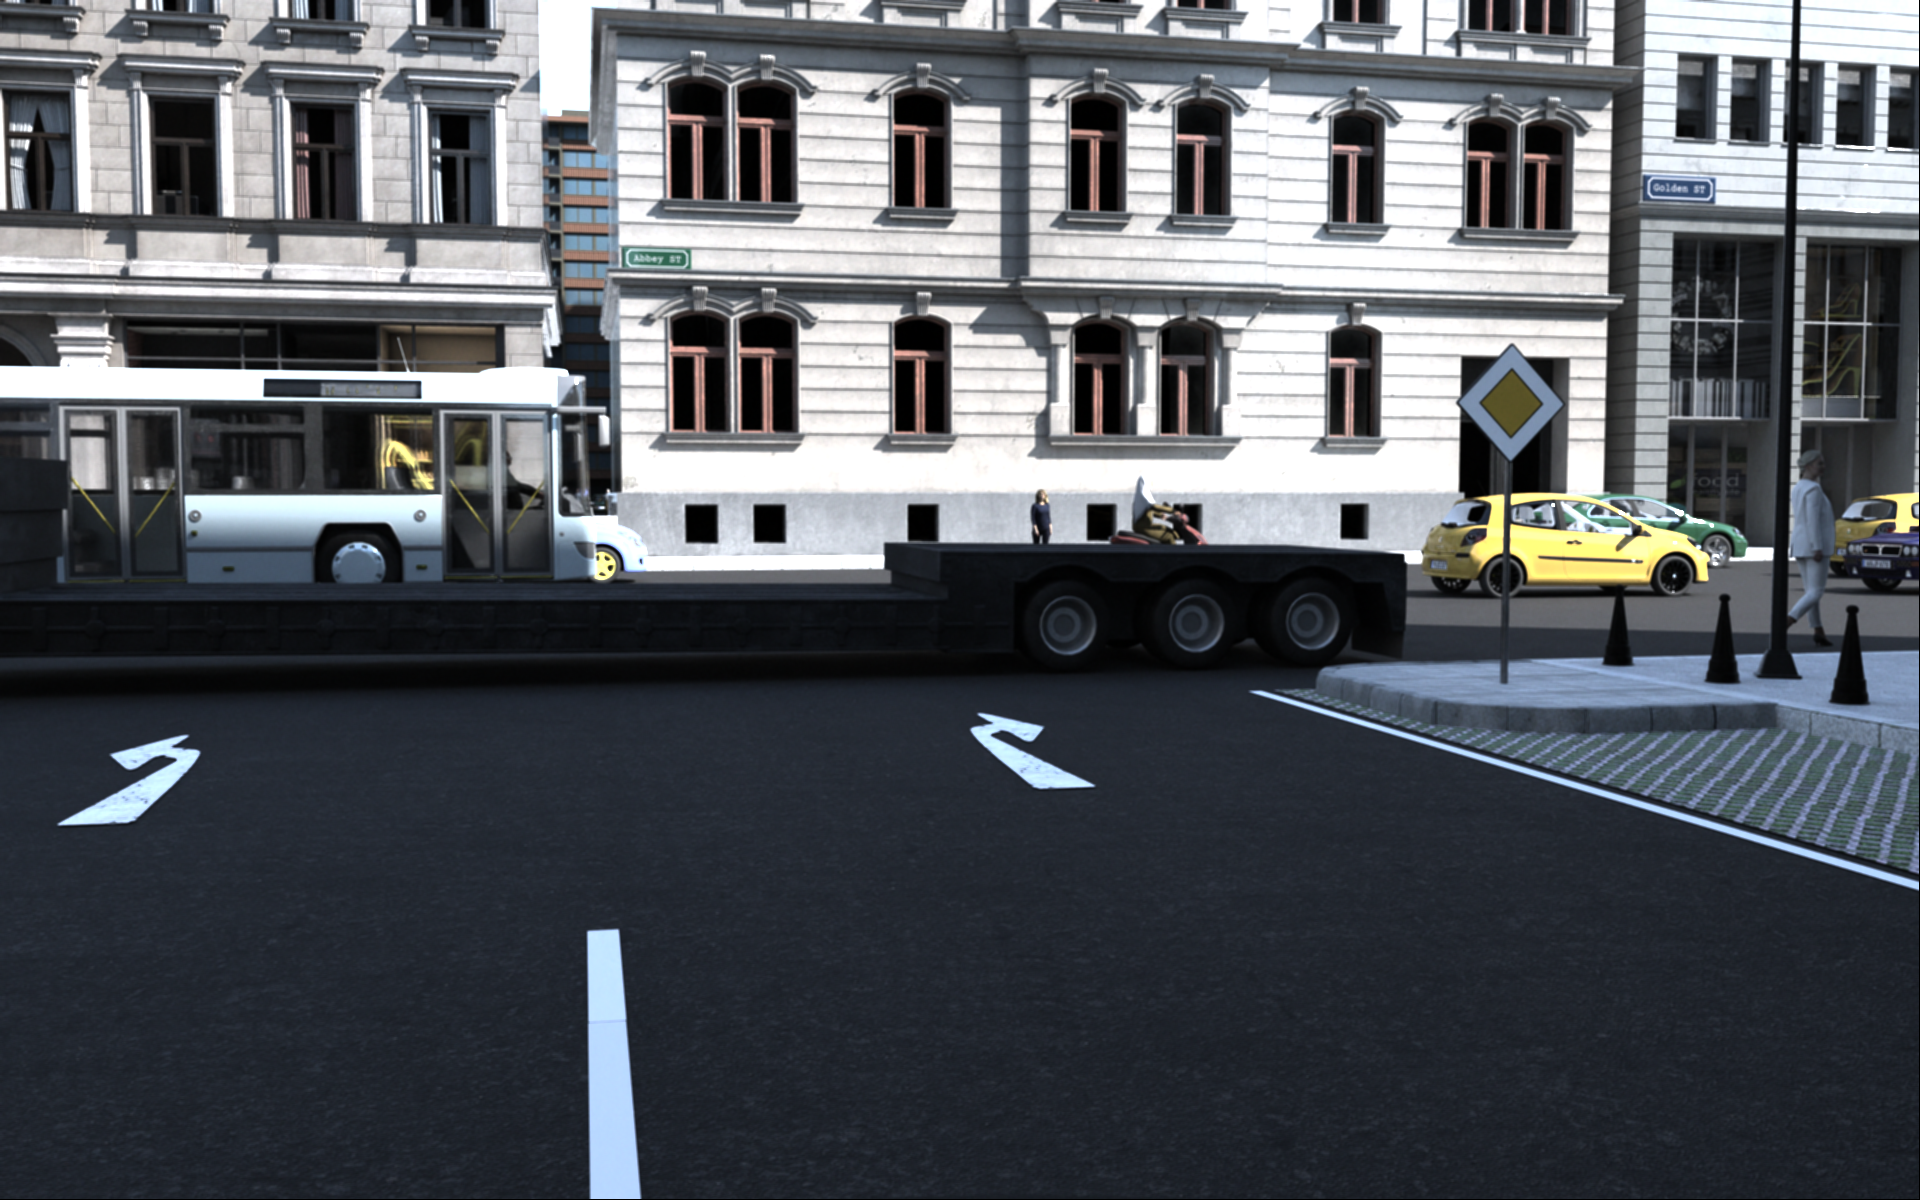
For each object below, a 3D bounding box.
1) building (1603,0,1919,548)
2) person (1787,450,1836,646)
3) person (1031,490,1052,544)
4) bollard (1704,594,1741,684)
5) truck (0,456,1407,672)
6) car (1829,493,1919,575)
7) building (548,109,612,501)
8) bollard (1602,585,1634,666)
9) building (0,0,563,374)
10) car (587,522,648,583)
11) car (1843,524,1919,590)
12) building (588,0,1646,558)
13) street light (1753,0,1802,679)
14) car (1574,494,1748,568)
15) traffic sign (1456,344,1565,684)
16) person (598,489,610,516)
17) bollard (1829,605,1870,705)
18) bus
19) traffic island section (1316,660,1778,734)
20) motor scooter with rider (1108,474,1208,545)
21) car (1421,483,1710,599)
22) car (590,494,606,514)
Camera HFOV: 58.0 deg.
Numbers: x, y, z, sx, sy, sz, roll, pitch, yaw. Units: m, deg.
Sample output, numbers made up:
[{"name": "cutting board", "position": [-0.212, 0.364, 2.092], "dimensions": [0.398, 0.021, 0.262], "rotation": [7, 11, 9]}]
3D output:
[{"name": "building", "position": [28.824, -16.519, 47.582], "dimensions": [29.804, 29.767, 11.434], "rotation": [-1, 4, -12]}, {"name": "person", "position": [7.902, -0.478, 16.200], "dimensions": [0.818, 1.842, 0.514], "rotation": [-1, 4, -17]}, {"name": "person", "position": [1.451, -1.268, 31.770], "dimensions": [0.480, 1.512, 0.613], "rotation": [-3, 4, -36]}, {"name": "bollard", "position": [5.206, 0.259, 11.806], "dimensions": [0.229, 0.601, 0.229], "rotation": [0, 3, 0]}, {"name": "truck", "position": [-5.692, -1.444, 13.371], "dimensions": [18.799, 4.110, 2.967], "rotation": [-1, 4, -13]}, {"name": "car", "position": [17.146, -1.215, 30.093], "dimensions": [3.980, 1.641, 2.015], "rotation": [-1, 4, -11]}, {"name": "building", "position": [-43.179, -33.382, 200.412], "dimensions": [28.867, 44.769, 22.147], "rotation": [-1, 4, -12]}, {"name": "bollard", "position": [4.949, 0.186, 13.007], "dimensions": [0.229, 0.601, 0.229], "rotation": [0, 3, 0]}, {"name": "building", "position": [-28.604, -11.228, 34.484], "dimensions": [40.483, 20.767, 10.553], "rotation": [-1, 4, -12]}, {"name": "car", "position": [-6.934, -1.128, 28.028], "dimensions": [3.694, 1.707, 1.945], "rotation": [-1, 4, -12]}, {"name": "car", "position": [15.094, -0.784, 25.404], "dimensions": [3.894, 1.354, 1.945], "rotation": [-1, 4, -13]}, {"name": "building", "position": [2.650, -15.599, 42.438], "dimensions": [23.554, 28.519, 14.401], "rotation": [-1, 4, -12]}, {"name": "street light", "position": [5.206, -2.405, 11.867], "dimensions": [1.470, 5.913, 1.316], "rotation": [-1, 4, -12]}, {"name": "car", "position": [12.999, -1.354, 33.937], "dimensions": [4.920, 1.459, 2.131], "rotation": [-1, 4, -12]}, {"name": "traffic sign", "position": [3.681, -0.491, 11.664], "dimensions": [0.795, 2.450, 0.064], "rotation": [-1, 4, -12]}, {"name": "person", "position": [-22.451, -6.181, 110.289], "dimensions": [1.217, 1.736, 0.721], "rotation": [1, 4, 13]}, {"name": "bollard", "position": [5.465, 0.332, 10.621], "dimensions": [0.229, 0.601, 0.229], "rotation": [0, 3, 0]}, {"name": "bus", "position": [-10.571, -1.674, 22.236], "dimensions": [13.247, 3.499, 2.948], "rotation": [-1, 4, -13]}, {"name": "traffic island section", "position": [3.702, 0.644, 11.746], "dimensions": [2.009, 0.180, 2.903], "rotation": [-1, 4, -12]}, {"name": "motor scooter with rider", "position": [3.114, -1.084, 26.686], "dimensions": [1.986, 1.779, 0.876], "rotation": [-1, 4, -12]}, {"name": "car", "position": [8.660, -0.887, 24.727], "dimensions": [3.980, 1.641, 2.015], "rotation": [-1, 4, -10]}, {"name": "car", "position": [-23.470, -6.370, 113.939], "dimensions": [2.009, 1.686, 4.222], "rotation": [-1, 4, -11]}]
